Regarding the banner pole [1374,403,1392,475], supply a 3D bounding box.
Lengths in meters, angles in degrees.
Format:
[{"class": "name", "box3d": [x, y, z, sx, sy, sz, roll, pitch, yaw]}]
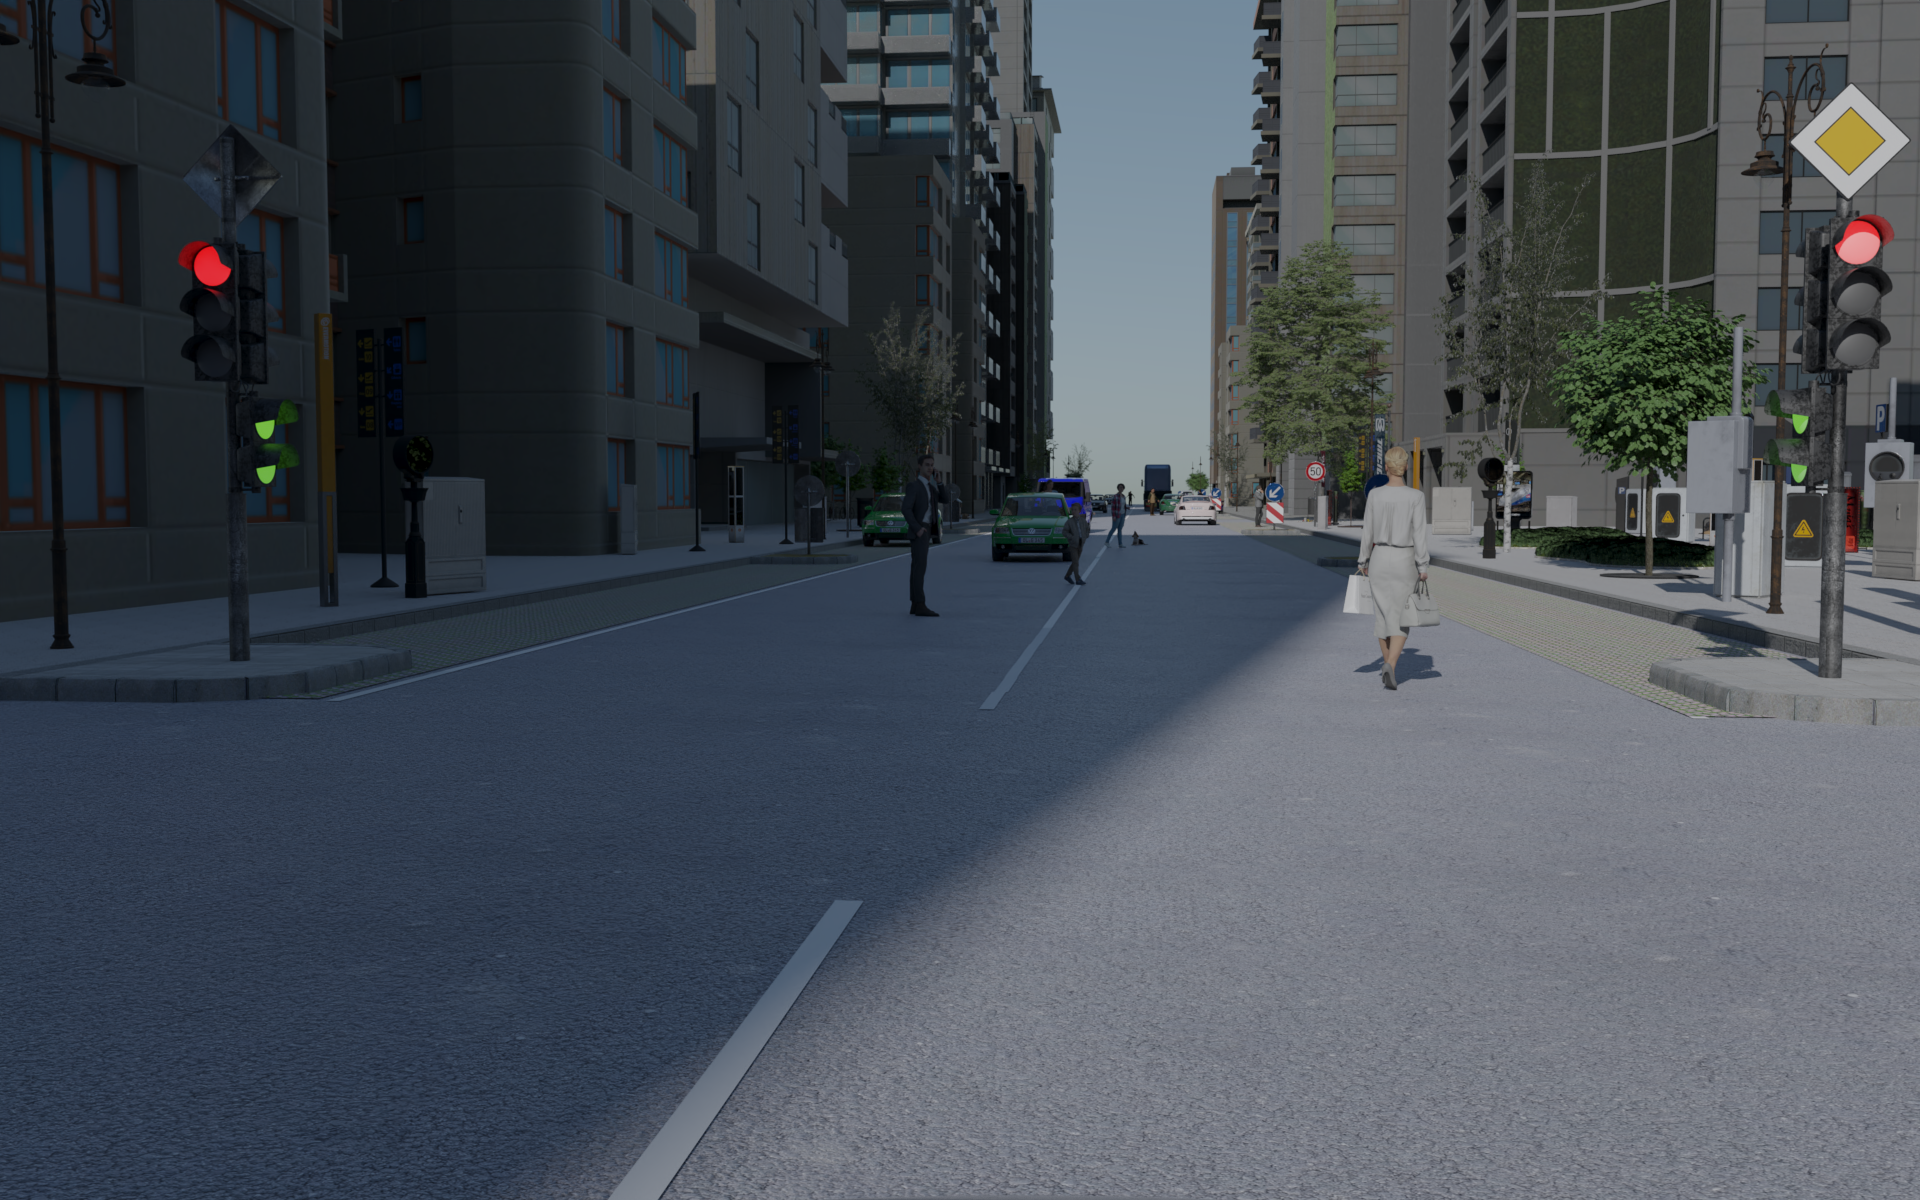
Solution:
[{"class": "banner pole", "box3d": [11.653, -3.528, 47.701, 0.863, 3.779, 0.401, -3, 4, -39]}]

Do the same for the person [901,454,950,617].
[{"class": "person", "box3d": [-0.395, -0.775, 20.526, 0.474, 1.900, 0.648, 1, 4, 15]}]

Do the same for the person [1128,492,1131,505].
[{"class": "person", "box3d": [23.033, -13.802, 234.878, 0.721, 1.735, 1.217, 0, 4, -6]}]

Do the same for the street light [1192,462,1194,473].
[{"class": "street light", "box3d": [32.851, -16.626, 244.618, 0.468, 5.910, 1.993, 0, 4, 6]}]

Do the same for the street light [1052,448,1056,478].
[{"class": "street light", "box3d": [9.286, -12.214, 172.492, 0.468, 5.910, 1.993, 0, 4, 6]}]

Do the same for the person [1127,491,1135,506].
[{"class": "person", "box3d": [20.648, -12.300, 209.745, 1.348, 1.807, 0.705, 3, 5, 40]}]

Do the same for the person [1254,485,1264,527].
[{"class": "person", "box3d": [12.925, -4.044, 74.798, 0.473, 1.802, 0.592, 1, 4, 23]}]

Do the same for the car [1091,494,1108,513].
[{"class": "car", "box3d": [10.296, -7.450, 131.591, 2.009, 1.686, 4.222, 0, 4, 7]}]

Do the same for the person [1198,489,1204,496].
[{"class": "person", "box3d": [18.338, -7.584, 132.515, 1.348, 1.822, 0.705, -3, 4, -38]}]

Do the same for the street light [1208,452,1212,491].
[{"class": "street light", "box3d": [25.517, -12.442, 176.217, 0.468, 5.910, 1.993, 0, 4, 6]}]

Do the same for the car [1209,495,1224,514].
[{"class": "car", "box3d": [17.793, -6.751, 122.961, 1.945, 1.354, 3.894, 0, 4, 6]}]

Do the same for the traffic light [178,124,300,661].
[{"class": "traffic light", "box3d": [-5.529, -1.486, 13.217, 0.839, 4.253, 0.868, 0, 4, 6]}]

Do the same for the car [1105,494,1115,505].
[{"class": "car", "box3d": [17.931, -12.073, 207.187, 2.009, 1.686, 4.222, 0, 4, 7]}]

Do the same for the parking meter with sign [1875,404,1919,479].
[{"class": "parking meter with sign", "box3d": [18.698, -2.277, 33.495, 1.738, 3.016, 0.543, 1, 4, 9]}]

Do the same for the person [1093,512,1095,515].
[{"class": "person", "box3d": [6.075, -4.336, 84.891, 1.012, 1.151, 0.738, 1, 4, 16]}]

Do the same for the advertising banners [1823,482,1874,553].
[{"class": "advertising banners", "box3d": [19.370, -2.539, 37.703, 2.074, 3.025, 0.090, 1, 4, 19]}]

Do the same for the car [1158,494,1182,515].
[{"class": "car", "box3d": [14.606, -6.536, 118.666, 2.131, 1.459, 4.920, 0, 4, 8]}]

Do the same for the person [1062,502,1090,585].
[{"class": "person", "box3d": [1.845, -0.892, 27.362, 0.475, 1.303, 0.640, -2, 4, -34]}]

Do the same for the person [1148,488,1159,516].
[{"class": "person", "box3d": [12.765, -6.486, 114.646, 0.705, 1.812, 1.348, 3, 4, 37]}]

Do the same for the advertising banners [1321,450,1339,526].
[{"class": "advertising banners", "box3d": [14.891, -4.503, 69.808, 0.090, 3.025, 2.074, 2, 4, 33]}]

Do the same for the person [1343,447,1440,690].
[{"class": "person", "box3d": [3.168, -0.242, 12.806, 0.694, 1.780, 0.624, 3, 5, 44]}]

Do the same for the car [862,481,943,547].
[{"class": "car", "box3d": [-1.577, -2.417, 48.314, 1.959, 1.807, 4.718, 0, 4, 7]}]

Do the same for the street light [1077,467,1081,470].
[{"class": "street light", "box3d": [16.477, -16.343, 239.993, 0.468, 5.910, 1.993, 0, 4, 6]}]

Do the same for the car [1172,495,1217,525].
[{"class": "car", "box3d": [10.946, -4.178, 80.676, 2.083, 1.381, 4.827, 0, 4, 5]}]

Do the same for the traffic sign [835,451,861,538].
[{"class": "traffic sign", "box3d": [-3.305, -3.106, 50.895, 0.768, 2.556, 0.104, 0, 4, 8]}]

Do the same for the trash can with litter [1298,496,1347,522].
[{"class": "trash can with litter", "box3d": [16.644, -4.189, 79.547, 2.233, 1.210, 1.678, 1, 4, 9]}]

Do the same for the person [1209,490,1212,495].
[{"class": "person", "box3d": [18.333, -7.145, 126.266, 0.436, 1.711, 0.756, 0, 4, 1]}]

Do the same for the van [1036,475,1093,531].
[{"class": "van", "box3d": [3.825, -3.669, 64.374, 2.240, 2.365, 5.245, 0, 4, 8]}]

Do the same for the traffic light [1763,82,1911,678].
[{"class": "traffic light", "box3d": [6.069, -1.412, 12.006, 0.839, 4.253, 0.868, 0, 4, 6]}]

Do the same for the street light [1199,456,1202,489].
[{"class": "street light", "box3d": [29.134, -14.502, 209.889, 0.468, 5.910, 1.993, 0, 4, 6]}]

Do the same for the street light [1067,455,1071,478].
[{"class": "street light", "box3d": [12.922, -14.274, 206.162, 0.468, 5.910, 1.993, 0, 4, 6]}]

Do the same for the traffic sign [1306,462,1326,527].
[{"class": "traffic sign", "box3d": [13.971, -4.158, 68.092, 0.768, 2.556, 0.104, 1, 4, 15]}]

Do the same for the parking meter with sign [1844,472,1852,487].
[{"class": "parking meter with sign", "box3d": [30.147, -3.858, 59.344, 1.738, 3.016, 0.543, 1, 4, 20]}]

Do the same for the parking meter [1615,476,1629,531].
[{"class": "parking meter", "box3d": [21.671, -3.119, 56.704, 0.399, 1.863, 0.255, 2, 4, 33]}]

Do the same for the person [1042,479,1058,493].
[{"class": "person", "box3d": [2.277, -2.213, 44.769, 0.616, 1.811, 0.778, -1, 4, -10]}]

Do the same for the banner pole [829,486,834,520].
[{"class": "banner pole", "box3d": [-6.376, -5.799, 84.831, 0.863, 3.779, 0.401, 3, 4, 37]}]

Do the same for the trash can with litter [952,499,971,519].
[{"class": "trash can with litter", "box3d": [0.038, -4.705, 88.309, 1.055, 1.170, 0.624, 1, 4, 22]}]

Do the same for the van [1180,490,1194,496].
[{"class": "van", "box3d": [24.886, -11.193, 190.010, 2.013, 2.044, 4.112, 0, 4, 6]}]

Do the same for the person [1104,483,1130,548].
[{"class": "person", "box3d": [4.220, -2.262, 46.328, 0.643, 1.720, 0.563, 3, 5, 44]}]

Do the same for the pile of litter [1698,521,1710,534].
[{"class": "pile of litter", "box3d": [24.479, -2.524, 55.236, 1.719, 0.858, 1.176, 1, 4, 21]}]

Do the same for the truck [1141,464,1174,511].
[{"class": "truck", "box3d": [17.257, -9.841, 150.666, 2.967, 4.110, 18.799, 0, 4, 6]}]

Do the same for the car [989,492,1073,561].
[{"class": "car", "box3d": [1.661, -1.803, 38.277, 1.959, 1.807, 4.718, 0, 4, 4]}]
